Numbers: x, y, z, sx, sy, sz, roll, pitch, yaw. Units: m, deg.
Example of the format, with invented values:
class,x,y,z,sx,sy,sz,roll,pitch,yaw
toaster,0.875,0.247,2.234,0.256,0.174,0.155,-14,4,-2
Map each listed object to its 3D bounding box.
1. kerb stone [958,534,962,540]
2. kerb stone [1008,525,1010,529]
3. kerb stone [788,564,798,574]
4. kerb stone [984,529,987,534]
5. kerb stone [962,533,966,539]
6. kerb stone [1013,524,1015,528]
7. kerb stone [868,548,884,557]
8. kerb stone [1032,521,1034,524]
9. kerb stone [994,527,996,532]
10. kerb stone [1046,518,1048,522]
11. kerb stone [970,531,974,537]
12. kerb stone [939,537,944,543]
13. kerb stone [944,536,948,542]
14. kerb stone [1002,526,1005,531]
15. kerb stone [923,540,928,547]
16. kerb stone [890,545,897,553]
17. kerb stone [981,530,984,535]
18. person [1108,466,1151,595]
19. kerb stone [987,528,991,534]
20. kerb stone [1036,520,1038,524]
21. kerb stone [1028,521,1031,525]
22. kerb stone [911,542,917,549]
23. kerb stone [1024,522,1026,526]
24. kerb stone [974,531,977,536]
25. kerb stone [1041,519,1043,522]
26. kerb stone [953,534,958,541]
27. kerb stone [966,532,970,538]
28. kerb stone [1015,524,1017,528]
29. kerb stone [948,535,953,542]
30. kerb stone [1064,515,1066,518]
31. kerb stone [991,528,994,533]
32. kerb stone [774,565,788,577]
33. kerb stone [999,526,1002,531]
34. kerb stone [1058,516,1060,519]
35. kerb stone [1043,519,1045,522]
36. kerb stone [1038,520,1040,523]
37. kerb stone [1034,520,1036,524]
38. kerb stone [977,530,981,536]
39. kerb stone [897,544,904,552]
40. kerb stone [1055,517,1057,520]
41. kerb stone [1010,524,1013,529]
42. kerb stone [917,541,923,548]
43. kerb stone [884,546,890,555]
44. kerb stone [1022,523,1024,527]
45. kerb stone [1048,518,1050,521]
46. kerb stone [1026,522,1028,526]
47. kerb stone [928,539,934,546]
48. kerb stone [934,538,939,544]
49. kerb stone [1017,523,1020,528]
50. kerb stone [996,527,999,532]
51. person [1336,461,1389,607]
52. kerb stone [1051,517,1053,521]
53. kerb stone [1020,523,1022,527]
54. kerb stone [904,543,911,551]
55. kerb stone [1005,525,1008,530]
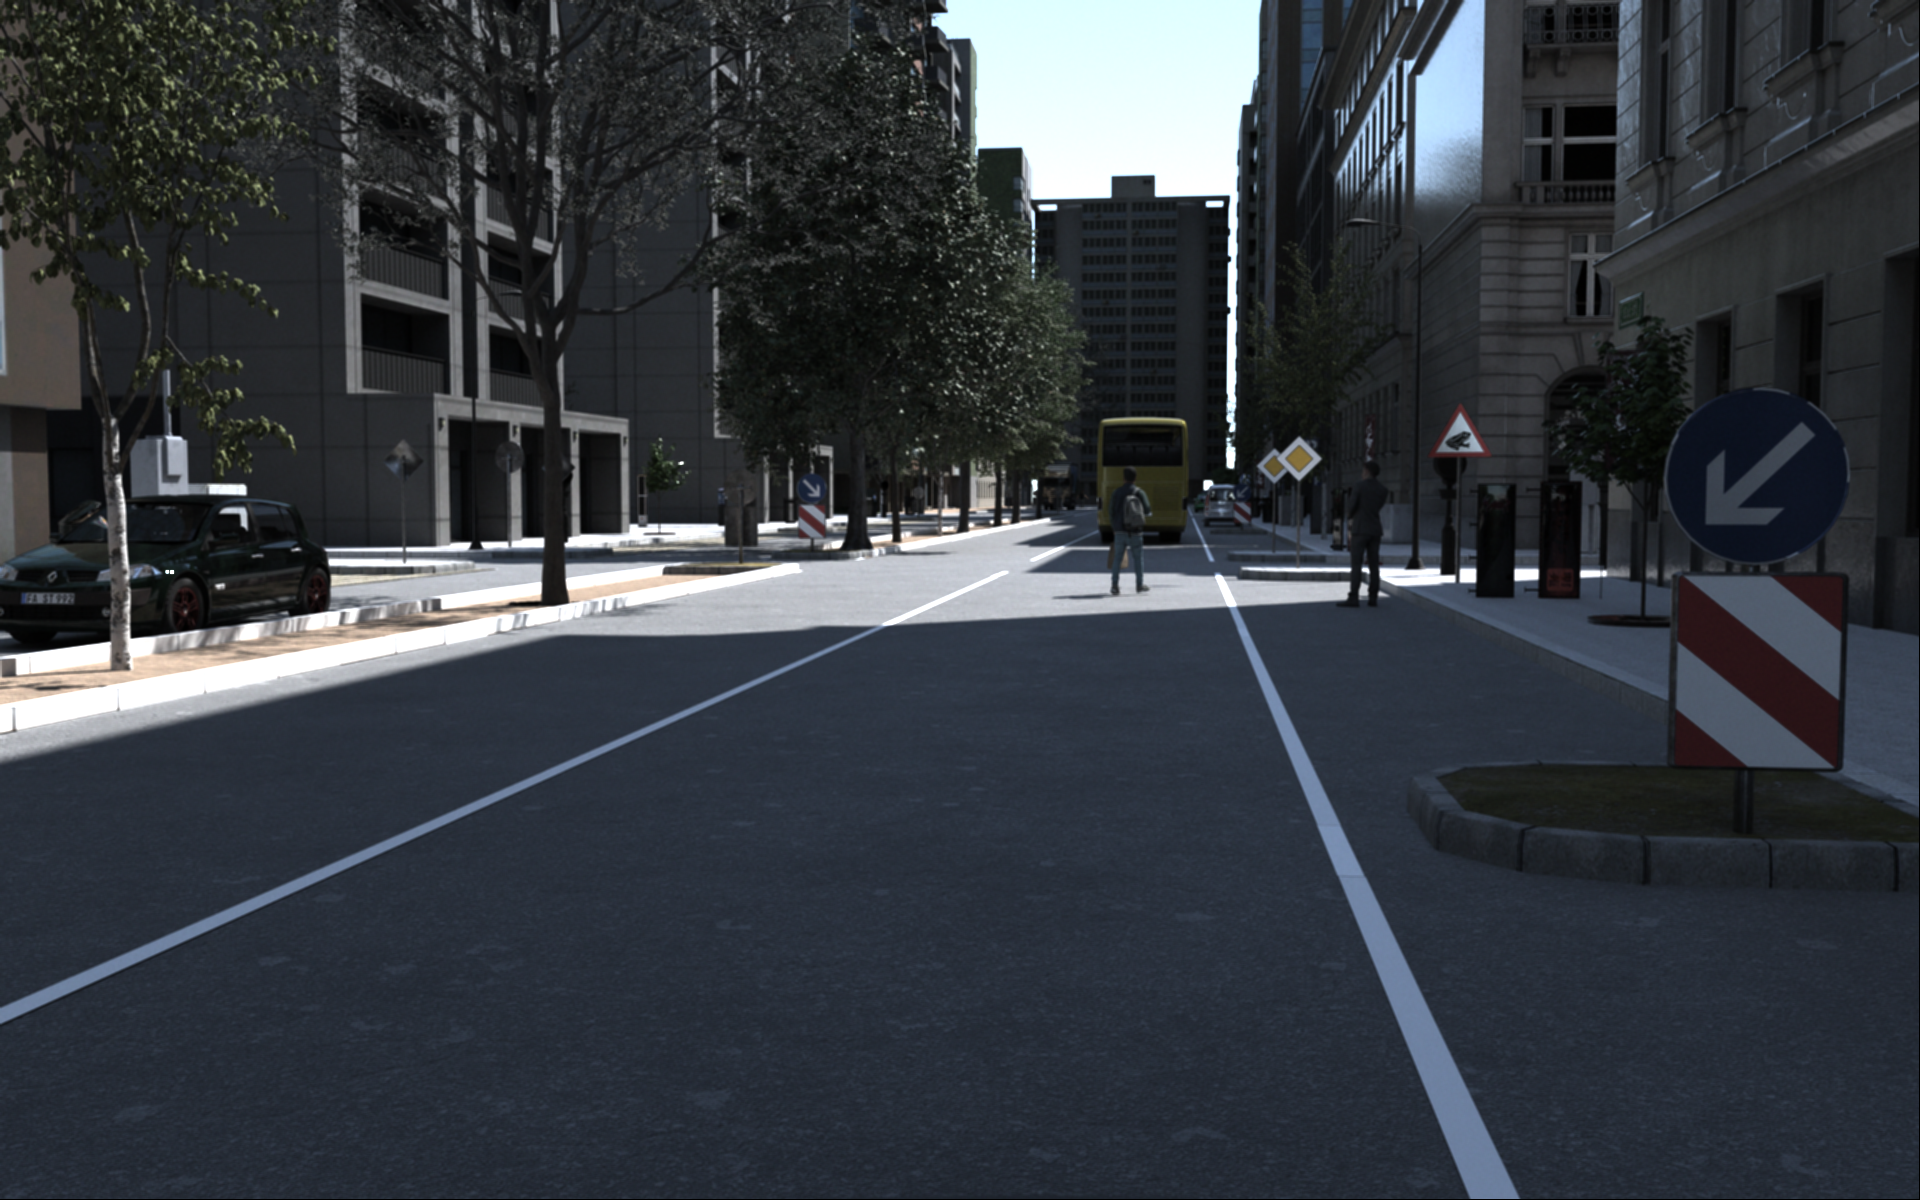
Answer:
class,x,y,z,sx,sy,sz,roll,pitch,yaw
kerb stone,-0.145,-1.960,54.236,0.120,0.150,1.000,0,4,7
kerb stone,1.797,-2.892,69.485,0.120,0.150,1.000,0,4,7
kerb stone,-3.089,-0.557,31.306,0.120,0.150,1.000,0,4,7
kerb stone,0.761,-2.392,61.362,0.120,0.150,1.000,0,4,7
kerb stone,-0.011,-2.022,55.252,0.120,0.150,1.000,0,4,7
kerb stone,2.067,-3.017,71.519,0.120,0.150,1.000,0,4,7
kerb stone,-1.967,-1.087,39.972,0.120,0.150,1.000,0,4,7
kerb stone,3.247,-3.577,80.680,0.120,0.150,1.000,0,4,7
kerb stone,1.150,-2.580,64.407,0.120,0.150,1.000,0,4,7
kerb stone,4.292,-4.069,88.832,0.120,0.150,1.000,0,4,7
kerb stone,0.248,-2.143,57.287,0.120,0.150,1.000,0,4,7
kerb stone,-0.674,-1.707,50.153,0.120,0.150,1.000,0,4,7
kerb stone,-0.545,-1.772,51.167,0.120,0.150,1.000,0,4,7
kerb stone,1.551,-2.768,67.447,0.120,0.150,1.000,0,4,7
kerb stone,-1.061,-1.521,47.095,0.120,0.150,1.000,0,4,7
kerb stone,-1.718,-1.212,42.005,0.120,0.150,1.000,0,4,7
kerb stone,0.637,-2.333,60.341,0.120,0.150,1.000,0,4,7
person,2.354,-0.984,24.577,0.794,1.824,0.713,3,5,41
kerb stone,0.895,-2.450,62.376,0.120,0.150,1.000,0,4,7
kerb stone,3.509,-3.701,82.713,0.120,0.150,1.000,0,4,7
kerb stone,2.988,-3.450,78.640,0.120,0.150,1.000,0,4,7
kerb stone,-1.325,-1.399,45.068,0.120,0.150,1.000,0,4,7
kerb stone,2.720,-3.323,76.605,0.120,0.150,1.000,0,4,7
kerb stone,0.366,-2.208,58.303,0.120,0.150,1.000,0,4,7
kerb stone,3.898,-3.878,85.774,0.120,0.150,1.000,0,4,7
kerb stone,-0.273,-1.898,53.222,0.120,0.150,1.000,0,4,7
kerb stone,0.112,-2.084,56.269,0.120,0.150,1.000,0,4,7
kerb stone,2.195,-3.076,72.535,0.120,0.150,1.000,0,4,7
kerb stone,-0.414,-1.835,52.194,0.120,0.150,1.000,0,4,7
kerb stone,5.986,-4.884,102.060,0.120,0.150,1.000,0,4,7
kerb stone,1.023,-2.520,63.392,0.120,0.150,1.000,0,4,7
kerb stone,-3.217,-0.495,30.292,0.120,0.150,1.000,0,4,7
kerb stone,1.417,-2.706,66.434,0.120,0.150,1.000,0,4,7
kerb stone,5.335,-4.570,96.967,0.120,0.150,1.000,0,4,7
kerb stone,4.033,-3.951,86.798,0.120,0.150,1.000,0,4,7
kerb stone,3.642,-3.757,83.733,0.120,0.150,1.000,0,4,7
kerb stone,3.371,-3.637,81.695,0.120,0.150,1.000,0,4,7
kerb stone,0.501,-2.271,59.321,0.120,0.150,1.000,0,4,7
kerb stone,-1.588,-1.269,43.033,0.120,0.150,1.000,0,4,7
kerb stone,5.075,-4.449,94.937,0.120,0.150,1.000,0,4,7
kerb stone,1.934,-2.953,70.499,0.120,0.150,1.000,0,4,7
kerb stone,-1.192,-1.452,46.082,0.120,0.150,1.000,0,4,7
kerb stone,-1.851,-1.149,40.989,0.120,0.150,1.000,0,4,7
kerb stone,2.589,-3.265,75.586,0.120,0.150,1.000,0,4,7
kerb stone,4.423,-4.137,89.845,0.120,0.150,1.000,0,4,7
kerb stone,2.851,-3.390,77.627,0.120,0.150,1.000,0,4,7
kerb stone,-0.936,-1.585,48.114,0.120,0.150,1.000,0,4,7
kerb stone,-0.803,-1.648,49.134,0.120,0.150,1.000,0,4,7
kerb stone,2.333,-3.141,73.548,0.120,0.150,1.000,0,4,7
kerb stone,1.284,-2.642,65.420,0.120,0.150,1.000,0,4,7
person,5.125,-0.845,22.128,0.655,1.846,0.447,-2,4,-24
kerb stone,4.687,-4.259,91.887,0.120,0.150,1.000,0,4,7
kerb stone,2.471,-3.203,74.562,0.120,0.150,1.000,0,4,7
kerb stone,-1.456,-1.335,44.049,0.120,0.150,1.000,0,4,7
kerb stone,1.683,-2.830,68.461,0.120,0.150,1.000,0,4,7
